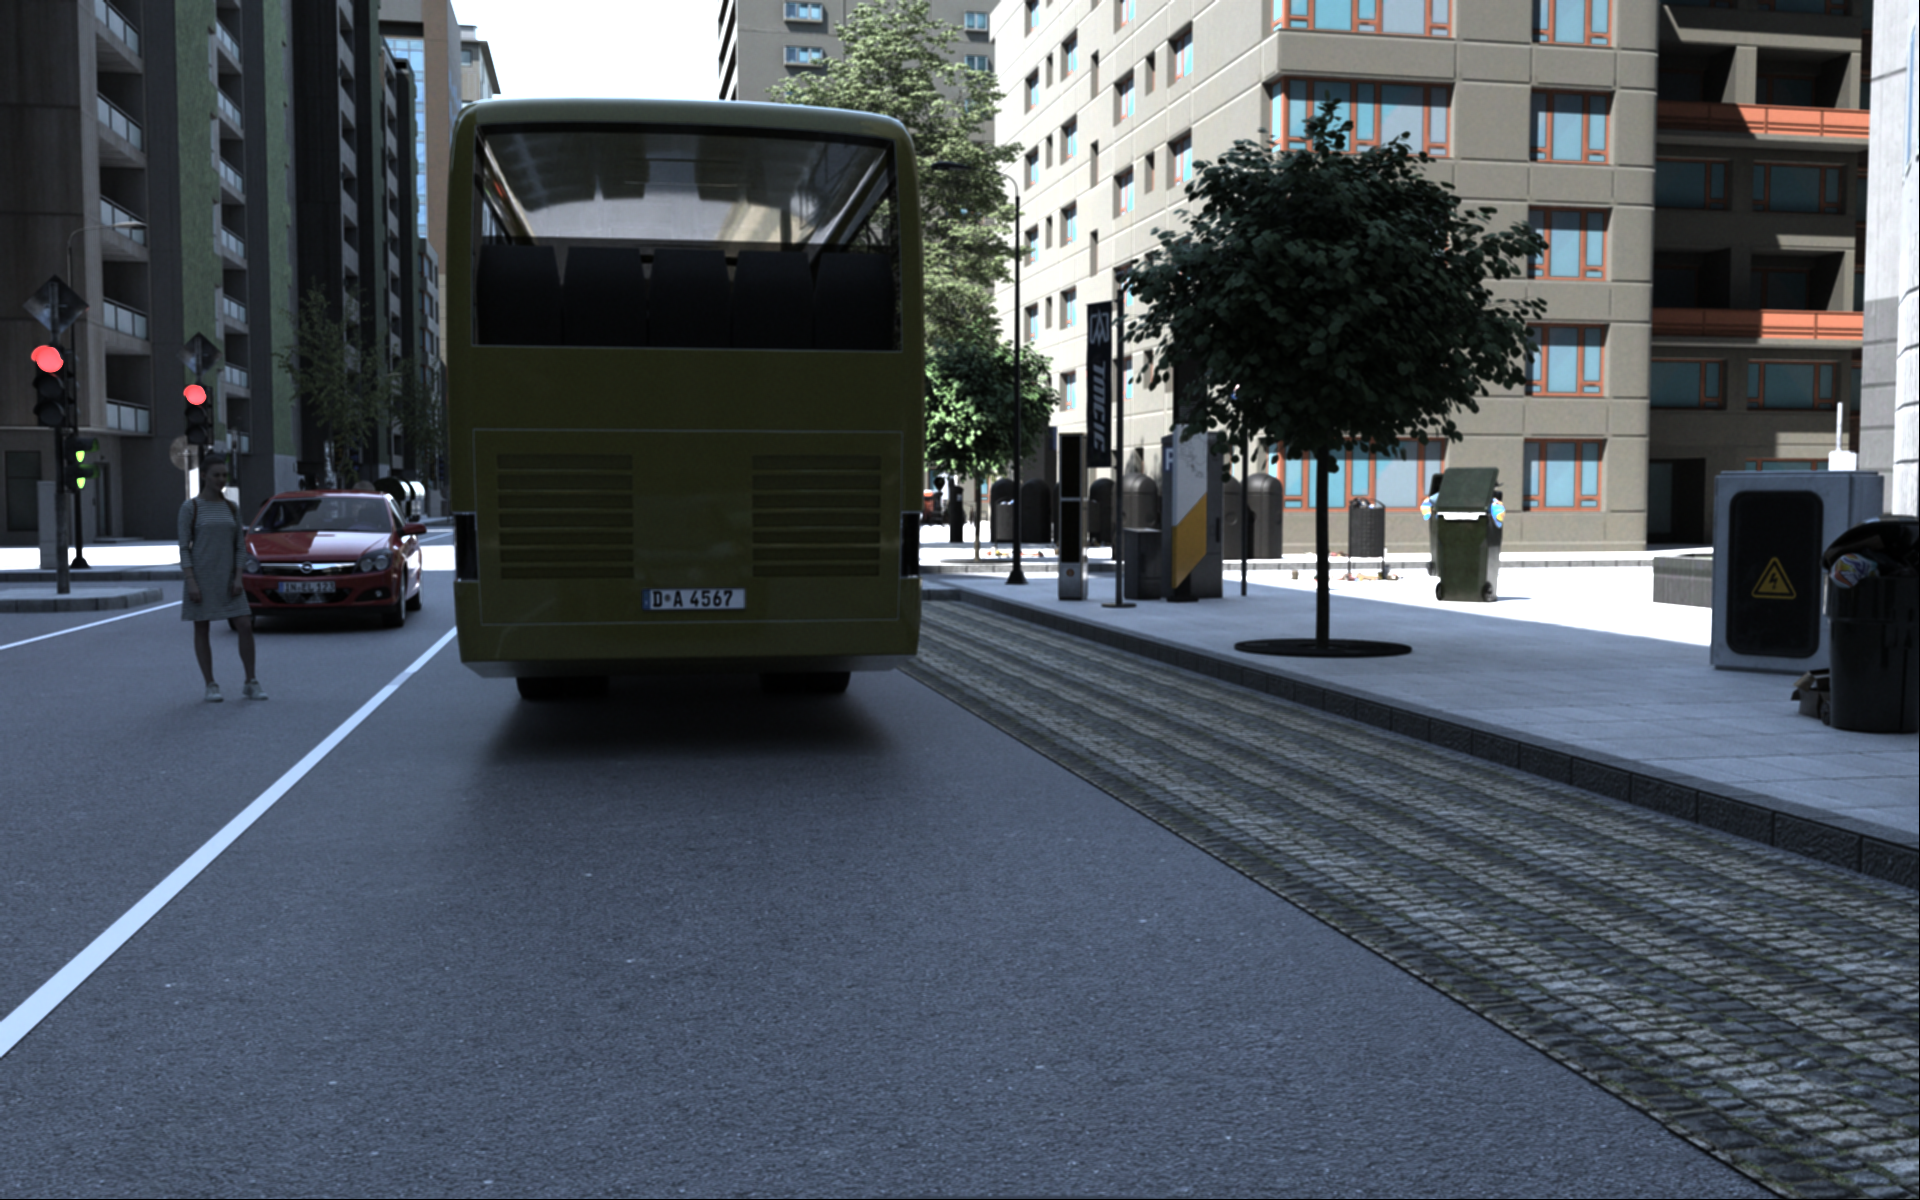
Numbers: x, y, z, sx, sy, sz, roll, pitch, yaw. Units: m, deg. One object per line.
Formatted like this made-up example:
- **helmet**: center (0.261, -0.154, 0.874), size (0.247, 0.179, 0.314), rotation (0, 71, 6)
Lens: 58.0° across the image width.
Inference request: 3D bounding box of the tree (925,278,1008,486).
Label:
- **tree**: center (-0.039, -6.557, 57.562), size (4.737, 8.622, 4.395), rotation (0, 3, 0)

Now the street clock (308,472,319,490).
- **street clock**: center (-20.875, -3.145, 55.997), size (0.358, 2.002, 0.471), rotation (0, 4, -5)

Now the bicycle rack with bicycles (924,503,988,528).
- **bicycle rack with bicycles**: center (-0.142, -3.229, 66.179), size (2.852, 0.926, 2.925), rotation (-1, 4, -15)

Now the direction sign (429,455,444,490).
- **direction sign**: center (-30.568, -6.682, 101.251), size (0.876, 3.537, 0.379), rotation (1, 4, 9)

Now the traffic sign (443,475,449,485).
- **traffic sign**: center (-30.453, -6.330, 103.504), size (0.884, 2.594, 0.081), rotation (0, 4, -6)

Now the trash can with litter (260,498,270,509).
- **trash can with litter**: center (-20.369, -2.413, 50.844), size (0.624, 1.170, 1.055), rotation (-3, 5, -43)

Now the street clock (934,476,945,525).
- **street clock**: center (-0.842, -4.073, 71.168), size (0.471, 2.002, 0.358), rotation (0, 4, 3)

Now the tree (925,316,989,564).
- **tree**: center (0.259, -2.964, 32.168), size (4.285, 4.588, 4.351), rotation (0, 3, 0)

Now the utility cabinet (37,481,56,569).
- **utility cabinet**: center (-15.640, -1.297, 29.882), size (0.318, 1.500, 1.173), rotation (-1, 4, -21)

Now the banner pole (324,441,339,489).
- **banner pole**: center (-25.971, -5.000, 71.767), size (0.401, 3.779, 0.863), rotation (2, 4, 34)

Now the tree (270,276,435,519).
- **tree**: center (-21.277, -6.671, 59.427), size (4.737, 8.622, 4.395), rotation (0, 3, 0)

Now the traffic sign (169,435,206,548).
- **traffic sign**: center (-16.625, -2.275, 37.299), size (0.768, 2.556, 0.104), rotation (0, 4, -4)

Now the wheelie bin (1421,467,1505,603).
- **wheelie bin**: center (6.067, -0.782, 20.686), size (0.980, 1.594, 0.693), rotation (3, 4, 36)

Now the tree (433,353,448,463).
- **tree**: center (-27.393, -8.442, 88.385), size (4.737, 8.622, 4.395), rotation (0, 3, 0)

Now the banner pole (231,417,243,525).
- **banner pole**: center (-23.654, -4.077, 56.683), size (0.401, 3.779, 0.863), rotation (-3, 5, -45)

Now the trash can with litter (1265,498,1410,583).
- **trash can with litter**: center (5.649, -0.904, 25.830), size (2.233, 1.210, 1.678), rotation (0, 4, 1)

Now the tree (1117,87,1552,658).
- **tree**: center (2.955, -1.866, 14.231), size (4.285, 4.588, 4.351), rotation (0, 3, 0)

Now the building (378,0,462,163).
- **building**: center (-50.653, -30.581, 150.112), size (14.600, 45.320, 14.200), rotation (-1, 4, -12)

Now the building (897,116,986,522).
- **building**: center (4.672, -15.339, 95.832), size (27.650, 21.520, 28.899), rotation (-1, 4, -12)

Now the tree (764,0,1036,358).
- **tree**: center (-1.811, -7.448, 39.902), size (7.486, 12.596, 7.792), rotation (0, 3, 0)

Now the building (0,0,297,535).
- **building**: center (-33.926, -23.327, 64.994), size (14.154, 41.232, 14.086), rotation (-1, 4, -12)

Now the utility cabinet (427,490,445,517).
- **utility cabinet**: center (-28.487, -5.242, 94.392), size (0.318, 1.500, 1.173), rotation (3, 4, 37)

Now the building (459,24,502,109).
- **building**: center (-67.393, -37.210, 197.628), size (28.713, 52.752, 27.495), rotation (-1, 4, -12)

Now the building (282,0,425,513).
- **building**: center (-41.839, -20.599, 108.503), size (14.160, 30.474, 14.107), rotation (-1, 4, -12)

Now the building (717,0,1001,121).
- **building**: center (-6.971, -31.073, 131.747), size (21.300, 48.544, 21.600), rotation (-1, 4, -12)

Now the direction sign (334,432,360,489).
- **direction sign**: center (-22.411, -4.363, 63.333), size (0.876, 3.537, 0.379), rotation (-1, 4, -8)

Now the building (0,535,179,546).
- **building**: center (-27.915, -22.026, 43.719), size (14.154, 41.232, 14.086), rotation (-1, 4, -12)

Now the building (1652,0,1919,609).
- **building**: center (19.804, -28.612, 9.813), size (21.231, 58.520, 28.212), rotation (-1, 4, -12)

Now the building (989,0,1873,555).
- **building**: center (17.983, -12.673, 52.240), size (28.899, 21.520, 27.650), rotation (-1, 4, -12)

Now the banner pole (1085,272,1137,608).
- **banner pole**: center (1.687, -1.822, 19.811), size (0.401, 3.779, 0.863), rotation (-2, 4, -32)

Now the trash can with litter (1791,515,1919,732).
- **trash can with litter**: center (4.960, 0.106, 9.661), size (0.624, 1.170, 1.055), rotation (0, 4, 2)

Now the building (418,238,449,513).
- **building**: center (-52.396, -17.339, 128.531), size (27.650, 21.520, 28.899), rotation (-1, 4, -12)
